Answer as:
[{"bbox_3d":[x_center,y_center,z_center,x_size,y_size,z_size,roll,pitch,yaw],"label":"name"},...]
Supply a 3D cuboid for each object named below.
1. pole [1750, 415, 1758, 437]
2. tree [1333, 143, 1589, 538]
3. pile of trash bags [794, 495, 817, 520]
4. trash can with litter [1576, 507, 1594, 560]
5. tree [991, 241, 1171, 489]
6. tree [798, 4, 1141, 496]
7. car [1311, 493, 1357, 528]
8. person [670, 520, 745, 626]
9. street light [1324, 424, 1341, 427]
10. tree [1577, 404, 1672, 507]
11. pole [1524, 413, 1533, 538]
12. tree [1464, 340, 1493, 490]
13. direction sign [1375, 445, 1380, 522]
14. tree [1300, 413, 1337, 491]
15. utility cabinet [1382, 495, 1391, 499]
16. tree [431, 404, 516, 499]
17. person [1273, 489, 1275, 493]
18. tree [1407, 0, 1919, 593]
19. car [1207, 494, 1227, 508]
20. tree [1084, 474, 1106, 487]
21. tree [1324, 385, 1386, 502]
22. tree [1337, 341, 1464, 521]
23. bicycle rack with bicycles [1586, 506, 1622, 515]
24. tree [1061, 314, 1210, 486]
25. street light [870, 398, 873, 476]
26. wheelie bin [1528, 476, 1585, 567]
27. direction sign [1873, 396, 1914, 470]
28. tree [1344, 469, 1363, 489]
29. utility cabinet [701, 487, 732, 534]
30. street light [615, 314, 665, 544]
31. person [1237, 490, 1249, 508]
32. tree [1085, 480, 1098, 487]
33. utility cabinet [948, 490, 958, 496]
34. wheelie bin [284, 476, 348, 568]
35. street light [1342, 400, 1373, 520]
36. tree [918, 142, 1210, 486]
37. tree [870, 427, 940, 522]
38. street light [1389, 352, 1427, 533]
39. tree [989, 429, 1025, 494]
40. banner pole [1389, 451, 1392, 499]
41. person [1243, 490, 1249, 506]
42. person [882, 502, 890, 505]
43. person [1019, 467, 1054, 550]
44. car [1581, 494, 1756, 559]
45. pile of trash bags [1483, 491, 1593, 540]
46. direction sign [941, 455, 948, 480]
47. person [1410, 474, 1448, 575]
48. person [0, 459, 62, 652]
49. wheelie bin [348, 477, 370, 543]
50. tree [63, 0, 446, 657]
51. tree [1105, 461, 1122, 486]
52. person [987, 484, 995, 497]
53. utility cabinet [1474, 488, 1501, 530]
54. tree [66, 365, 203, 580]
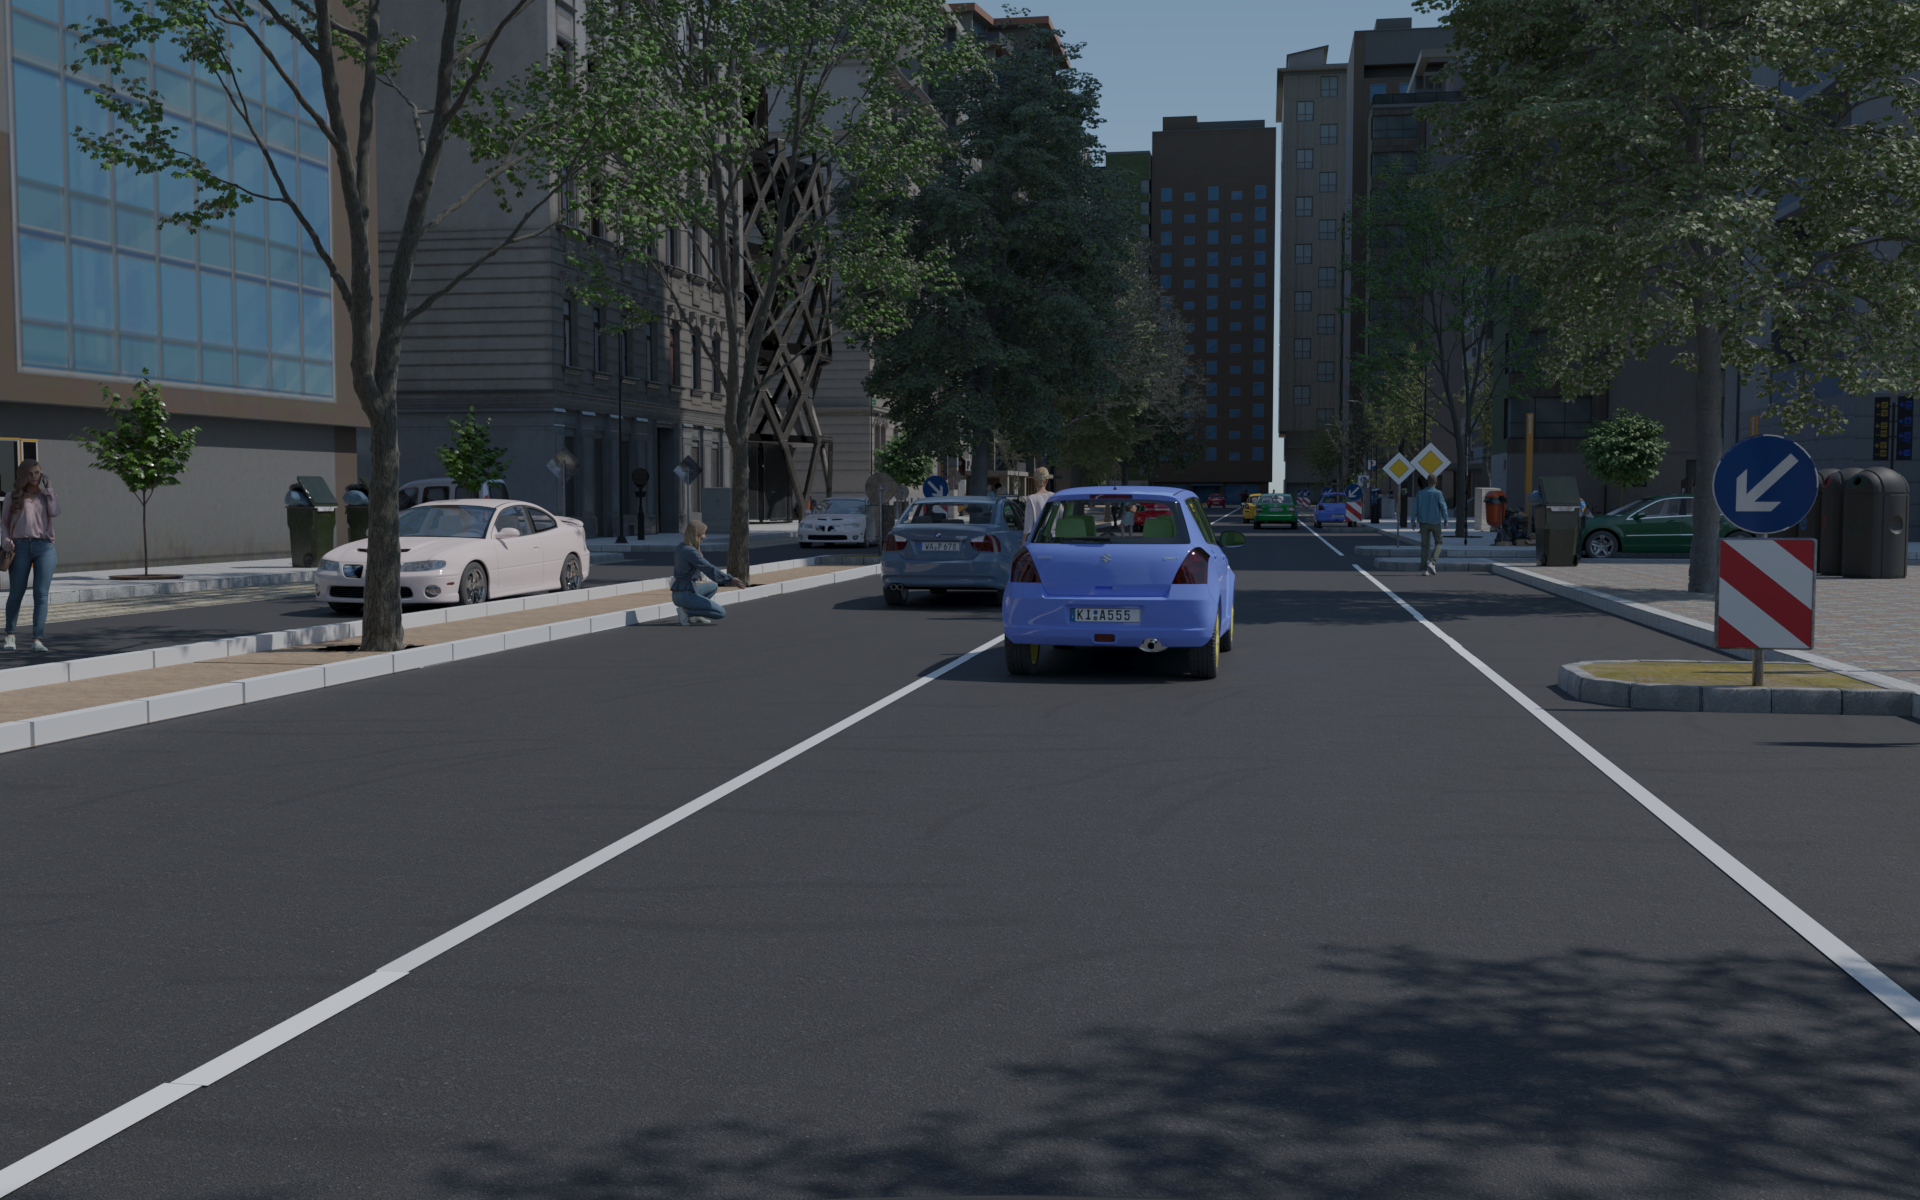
[{"bbox_3d":[20.521,-3.119,44.843,0.158,3.312,0.155,0,3,0],"label":"pole"},{"bbox_3d":[14.787,-7.648,50.803,9.928,11.665,9.643,0,3,0],"label":"tree"},{"bbox_3d":[-7.907,-4.596,84.903,1.912,1.369,3.447,-1,4,-21],"label":"pile of trash bags"},{"bbox_3d":[11.690,-1.353,33.513,1.055,1.170,0.624,-2,4,-34],"label":"trash can with litter"},{"bbox_3d":[5.326,-9.578,77.178,7.486,12.596,7.792,0,3,0],"label":"tree"},{"bbox_3d":[0.469,-8.400,46.446,9.857,13.997,8.962,0,3,0],"label":"tree"},{"bbox_3d":[16.063,-3.952,74.211,1.945,1.707,3.694,1,4,9],"label":"car"},{"bbox_3d":[-2.856,-0.313,19.120,0.738,1.151,1.012,-1,4,-21],"label":"person"},{"bbox_3d":[24.888,-8.716,115.045,1.470,5.913,1.316,1,4,10],"label":"street light"},{"bbox_3d":[24.342,-4.880,63.503,4.285,4.588,4.351,0,3,0],"label":"tree"},{"bbox_3d":[14.385,-3.057,43.829,0.158,3.312,0.155,0,3,0],"label":"pole"},{"bbox_3d":[25.916,-8.147,83.562,4.737,8.622,4.395,0,3,0],"label":"tree"},{"bbox_3d":[19.103,-5.351,79.484,0.379,3.537,0.876,1,4,12],"label":"direction sign"},{"bbox_3d":[33.248,-12.615,156.624,4.737,8.622,4.395,0,3,0],"label":"tree"},{"bbox_3d":[25.473,-5.719,104.660,1.020,1.237,0.306,0,4,1],"label":"utility cabinet"},{"bbox_3d":[-10.443,-2.622,37.470,1.663,3.219,1.824,0,3,0],"label":"tree"},{"bbox_3d":[25.083,-7.937,138.357,1.348,1.812,0.705,-1,4,-23],"label":"person"},{"bbox_3d":[9.383,-6.384,22.511,7.486,12.596,7.792,0,3,0],"label":"tree"},{"bbox_3d":[26.880,-10.538,181.337,2.155,1.783,4.494,1,4,10],"label":"car"},{"bbox_3d":[13.362,-11.793,176.535,4.285,4.588,4.351,0,3,0],"label":"tree"},{"bbox_3d":[25.492,-9.847,111.365,4.360,8.622,3.978,0,3,0],"label":"tree"},{"bbox_3d":[20.927,-8.067,82.255,4.737,8.622,4.395,0,3,0],"label":"tree"},{"bbox_3d":[19.029,-2.356,51.902,2.925,0.926,2.852,0,4,-4],"label":"bicycle rack with bicycles"},{"bbox_3d":[9.567,-11.067,100.409,9.611,12.733,9.660,0,3,0],"label":"tree"},{"bbox_3d":[-3.251,-6.199,73.899,1.470,5.913,1.316,1,4,10],"label":"street light"},{"bbox_3d":[10.564,-1.399,30.778,0.980,1.594,0.693,0,4,0],"label":"wheelie bin"},{"bbox_3d":[21.636,-2.949,40.216,0.379,3.537,0.876,-3,4,-36],"label":"direction sign"},{"bbox_3d":[27.049,-7.614,119.093,1.663,3.219,1.824,0,3,0],"label":"tree"},{"bbox_3d":[-7.684,-2.840,55.105,1.173,1.500,0.318,2,4,32],"label":"utility cabinet"},{"bbox_3d":[-8.281,-4.420,44.801,1.470,5.913,1.316,1,4,10],"label":"street light"},{"bbox_3d":[29.637,-10.585,181.502,1.348,1.831,0.705,0,4,-5],"label":"person"},{"bbox_3d":[12.534,-10.629,168.378,1.663,3.219,1.824,0,3,0],"label":"tree"},{"bbox_3d":[-0.376,-4.990,90.263,0.318,1.500,1.173,1,4,10],"label":"utility cabinet"},{"bbox_3d":[-11.385,-1.371,30.325,0.693,1.594,0.980,1,4,19],"label":"wheelie bin"},{"bbox_3d":[19.863,-6.936,85.937,1.470,5.913,1.316,1,4,10],"label":"street light"},{"bbox_3d":[2.790,-8.997,59.927,12.009,13.543,11.850,0,3,0],"label":"tree"},{"bbox_3d":[-2.475,-5.962,81.187,4.285,4.588,4.351,0,3,0],"label":"tree"},{"bbox_3d":[14.690,-5.155,56.830,1.470,5.913,1.316,1,4,10],"label":"street light"},{"bbox_3d":[3.501,-10.145,116.231,4.360,8.622,3.978,0,3,0],"label":"tree"},{"bbox_3d":[25.323,-6.845,101.928,0.401,3.779,0.863,1,4,22],"label":"banner pole"},{"bbox_3d":[25.226,-8.807,152.516,0.705,1.821,1.348,-2,4,-24],"label":"person"},{"bbox_3d":[-2.456,-2.754,54.539,0.512,1.701,0.522,0,4,-8],"label":"person"},{"bbox_3d":[1.114,-0.655,19.884,0.731,1.740,0.598,-3,5,-42],"label":"person"},{"bbox_3d":[15.290,-1.585,37.714,4.920,1.459,2.131,0,4,8],"label":"car"},{"bbox_3d":[15.267,-2.221,46.058,3.447,1.369,1.912,-2,4,-29],"label":"pile of trash bags"},{"bbox_3d":[-0.892,-6.462,97.649,0.379,3.537,0.876,-2,4,-24],"label":"direction sign"},{"bbox_3d":[8.245,-1.320,30.418,0.601,1.785,0.444,2,4,32],"label":"person"},{"bbox_3d":[-8.566,-0.415,15.872,0.593,1.750,0.643,-2,4,-30],"label":"person"},{"bbox_3d":[-10.992,-1.471,31.959,0.693,1.594,0.980,-1,4,-10],"label":"wheelie bin"},{"bbox_3d":[-5.185,-5.327,15.305,9.928,11.665,9.643,0,3,0],"label":"tree"},{"bbox_3d":[17.063,-14.799,192.333,4.360,8.622,3.978,0,3,0],"label":"tree"},{"bbox_3d":[1.213,-3.700,68.861,0.748,1.841,0.638,-2,4,-33],"label":"person"},{"bbox_3d":[18.662,-3.215,61.240,1.173,1.500,0.318,-3,5,-41],"label":"utility cabinet"},{"bbox_3d":[-12.191,-1.926,26.099,1.663,3.219,1.824,0,3,0],"label":"tree"}]
